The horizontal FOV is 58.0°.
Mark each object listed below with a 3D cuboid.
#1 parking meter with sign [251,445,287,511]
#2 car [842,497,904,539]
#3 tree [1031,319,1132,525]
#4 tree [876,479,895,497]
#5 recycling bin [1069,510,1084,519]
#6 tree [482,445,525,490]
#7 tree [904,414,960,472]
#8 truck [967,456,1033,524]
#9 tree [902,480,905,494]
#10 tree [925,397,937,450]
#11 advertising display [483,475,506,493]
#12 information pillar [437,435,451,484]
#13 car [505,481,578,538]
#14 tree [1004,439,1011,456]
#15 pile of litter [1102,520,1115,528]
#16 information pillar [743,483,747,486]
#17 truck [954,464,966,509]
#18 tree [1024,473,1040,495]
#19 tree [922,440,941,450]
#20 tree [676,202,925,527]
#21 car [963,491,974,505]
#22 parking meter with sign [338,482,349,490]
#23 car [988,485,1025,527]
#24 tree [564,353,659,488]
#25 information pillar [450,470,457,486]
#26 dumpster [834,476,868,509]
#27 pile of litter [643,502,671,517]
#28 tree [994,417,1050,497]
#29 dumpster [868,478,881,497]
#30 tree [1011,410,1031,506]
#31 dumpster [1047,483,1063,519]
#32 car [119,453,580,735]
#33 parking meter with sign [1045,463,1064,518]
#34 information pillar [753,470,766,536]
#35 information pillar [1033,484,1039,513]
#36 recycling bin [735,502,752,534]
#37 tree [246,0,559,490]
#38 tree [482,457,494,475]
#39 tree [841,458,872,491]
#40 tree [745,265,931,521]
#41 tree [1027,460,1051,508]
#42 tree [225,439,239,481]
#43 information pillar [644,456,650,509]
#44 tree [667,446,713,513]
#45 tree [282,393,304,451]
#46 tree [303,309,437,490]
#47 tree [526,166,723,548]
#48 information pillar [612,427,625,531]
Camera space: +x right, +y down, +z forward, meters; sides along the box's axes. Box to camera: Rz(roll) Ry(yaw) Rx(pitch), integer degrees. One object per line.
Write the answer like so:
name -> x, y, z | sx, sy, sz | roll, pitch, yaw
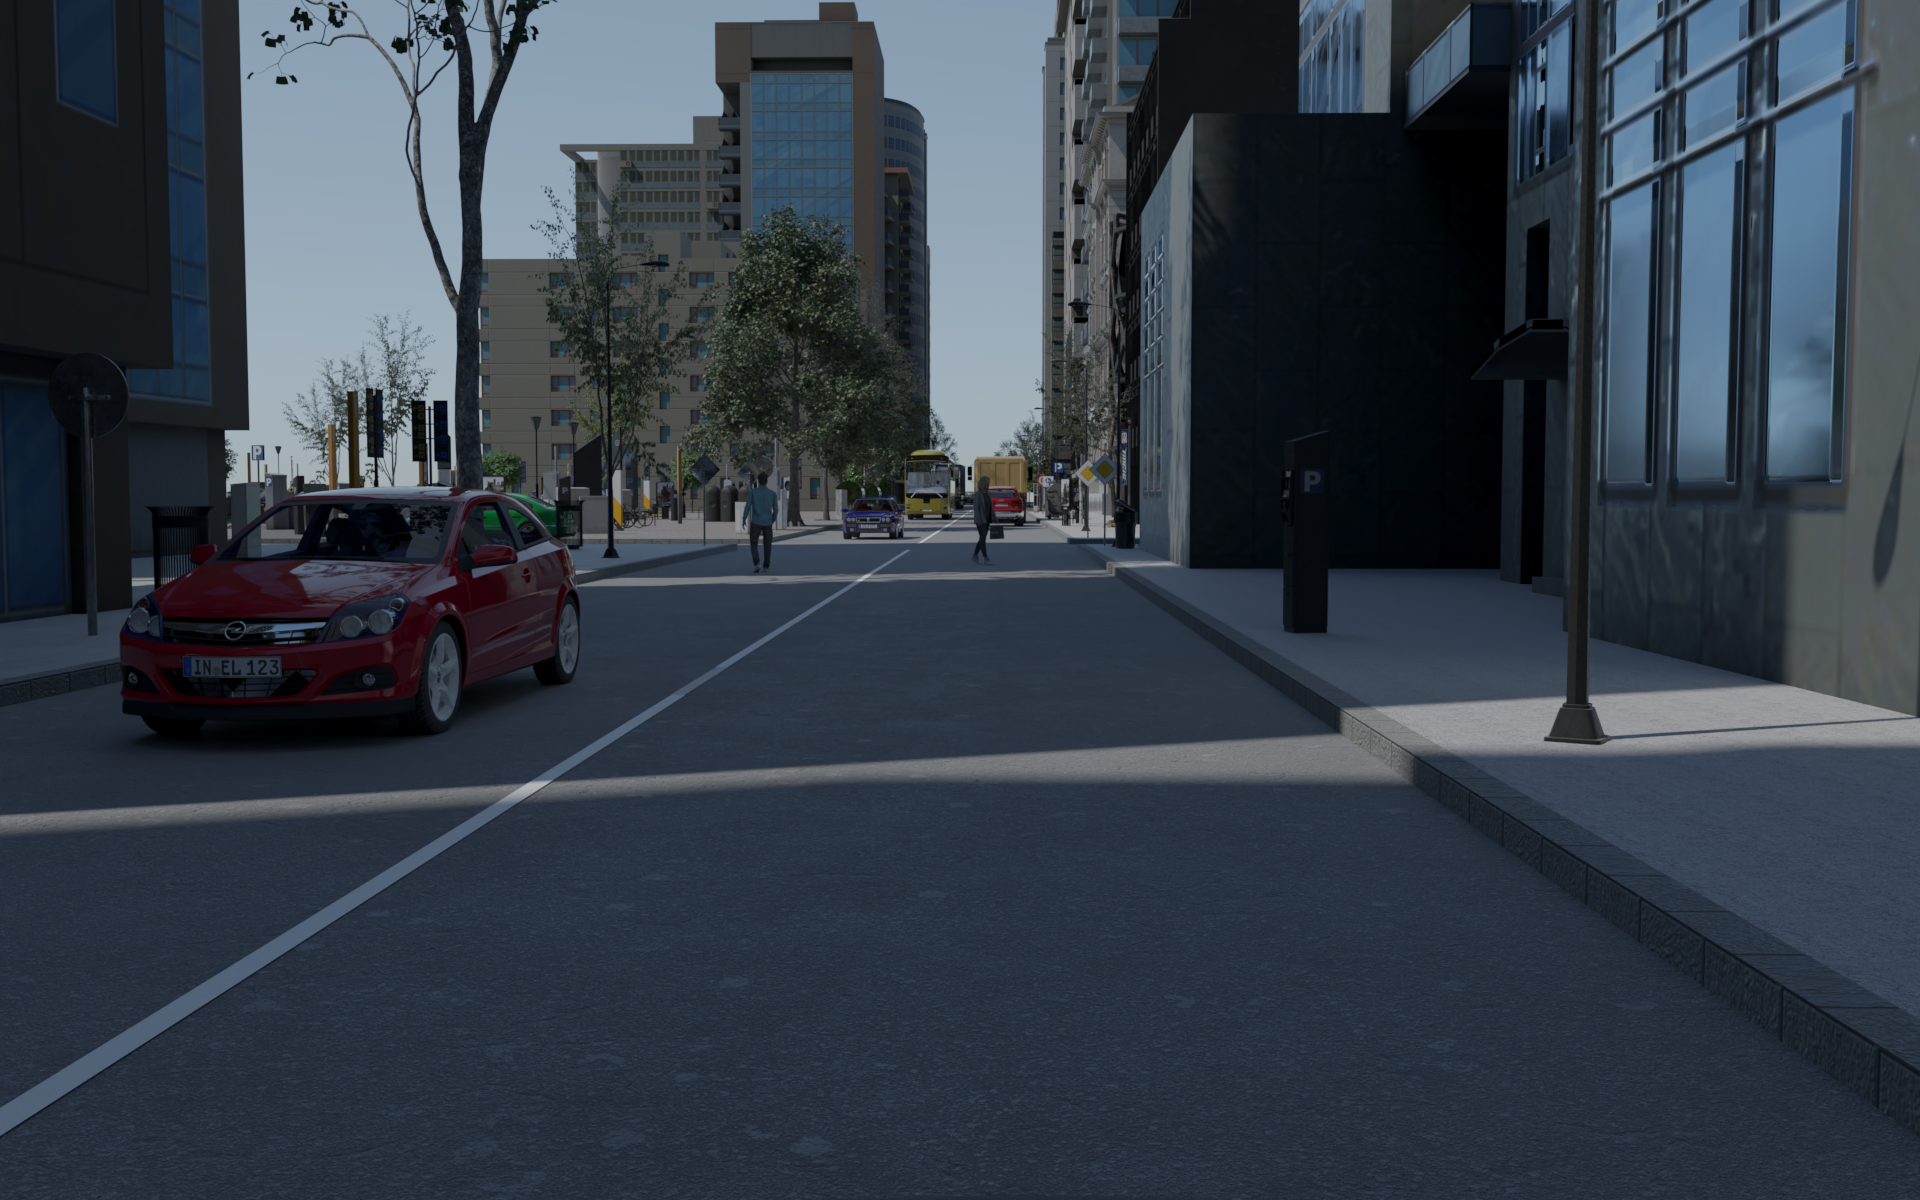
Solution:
parking meter with sign -> -24.607, -4.044, 62.388 | 0.543, 3.016, 1.738 | 2, 4, 25
car -> -2.776, -2.654, 55.965 | 1.945, 1.354, 3.894 | 0, 4, 3
tree -> 5.102, -7.458, 72.299 | 4.360, 8.622, 3.978 | 0, 3, 0
tree -> -5.883, -8.360, 131.294 | 1.663, 3.219, 1.824 | 0, 3, 0
recycling bin -> 6.139, -4.748, 90.180 | 0.722, 1.027, 0.722 | -3, 4, -37
tree -> -31.019, -8.145, 116.886 | 4.285, 4.588, 4.351 | 0, 3, 0
tree -> -3.321, -16.356, 201.824 | 7.601, 10.594, 8.767 | 0, 4, 5
truck -> 2.040, -5.621, 87.834 | 3.469, 3.379, 9.791 | 0, 4, 1
tree -> -5.120, -10.741, 170.223 | 1.663, 3.219, 1.824 | 0, 3, 0
tree -> -6.038, -12.378, 119.381 | 9.611, 12.733, 9.660 | 0, 3, 0
advertising display -> -16.084, -3.324, 59.554 | 0.974, 1.923, 0.123 | 1, 4, 10
information pillar -> -17.372, -4.096, 58.318 | 0.504, 3.616, 0.183 | -3, 5, -40
car -> -12.895, -2.361, 47.391 | 4.718, 1.807, 1.959 | 0, 4, 1
tree -> 6.856, -14.276, 183.769 | 4.360, 8.622, 3.978 | 0, 3, 0
pile of litter -> 6.145, -3.247, 67.053 | 1.719, 0.858, 1.176 | -2, 4, -35
information pillar -> -14.551, -6.854, 116.555 | 0.304, 2.012, 0.304 | 1, 4, 22
truck -> -0.973, -10.823, 165.865 | 2.839, 4.237, 11.283 | 0, 4, 3
tree -> 6.758, -10.002, 158.135 | 1.663, 3.219, 1.824 | 0, 3, 0
tree -> -3.877, -16.191, 215.089 | 4.360, 8.622, 3.978 | 0, 3, 0
tree -> -6.466, -9.254, 68.318 | 9.611, 12.733, 9.660 | 0, 3, 0
car -> 1.369, -13.620, 231.361 | 2.281, 1.827, 5.304 | 0, 4, 0
parking meter with sign -> -40.358, -7.168, 113.453 | 1.738, 3.016, 0.543 | -3, 5, -40
car -> 1.784, -4.221, 77.683 | 2.281, 1.827, 5.304 | 0, 4, 0
tree -> -17.165, -8.304, 86.125 | 4.737, 8.622, 4.395 | 0, 3, 0
information pillar -> -15.199, -2.929, 52.377 | 0.304, 2.012, 0.304 | 2, 4, 32
dumpster -> -5.843, -5.451, 91.614 | 1.502, 2.255, 1.985 | 0, 4, 1
pile of litter -> -16.896, -5.038, 96.332 | 1.719, 0.858, 1.176 | 0, 4, -6
tree -> 7.847, -16.794, 208.992 | 8.767, 10.594, 7.601 | 0, 4, -6
dumpster -> -5.556, -6.233, 104.408 | 1.502, 2.255, 1.985 | 0, 4, 1
tree -> 6.727, -11.841, 143.965 | 4.360, 8.622, 3.978 | 0, 3, 0
dumpster -> 5.078, -5.063, 88.536 | 1.264, 1.857, 1.865 | 0, 4, 1
car -> -3.902, -0.162, 11.690 | 2.155, 1.783, 4.494 | 0, 4, 3
parking meter with sign -> 5.158, -6.058, 95.316 | 0.543, 3.016, 1.738 | 1, 4, 22
information pillar -> -6.165, -2.985, 53.292 | 0.304, 2.012, 0.304 | -3, 4, -38
information pillar -> 5.301, -7.084, 120.321 | 0.304, 2.012, 0.304 | 2, 4, 26
recycling bin -> -6.705, -2.621, 55.401 | 0.722, 1.027, 0.722 | -3, 5, -41
tree -> -6.444, -10.434, 26.481 | 12.611, 20.169, 13.585 | 0, 3, 0
tree -> -21.429, -5.067, 77.454 | 1.663, 3.219, 1.824 | 0, 3, 0
tree -> -5.803, -6.104, 94.399 | 1.663, 3.219, 1.824 | 0, 3, 0
tree -> -6.614, -10.593, 83.560 | 12.009, 13.543, 11.850 | 0, 3, 0
tree -> 7.019, -10.918, 162.222 | 4.285, 4.588, 4.351 | 0, 3, 0
tree -> -35.208, -5.904, 80.244 | 4.285, 4.588, 4.351 | 0, 3, 0
information pillar -> -19.270, -7.053, 106.677 | 0.504, 3.616, 0.183 | 2, 4, 35
tree -> -18.479, -8.270, 118.931 | 4.285, 4.588, 4.351 | 0, 3, 0
tree -> -32.874, -8.574, 90.548 | 4.360, 8.622, 3.978 | 0, 3, 0
tree -> -22.729, -7.230, 68.580 | 4.360, 8.622, 3.978 | 0, 3, 0
tree -> -7.824, -5.450, 39.467 | 4.360, 8.622, 3.978 | 0, 3, 0
information pillar -> -11.977, -4.228, 60.475 | 0.504, 3.616, 0.183 | 3, 4, 36
